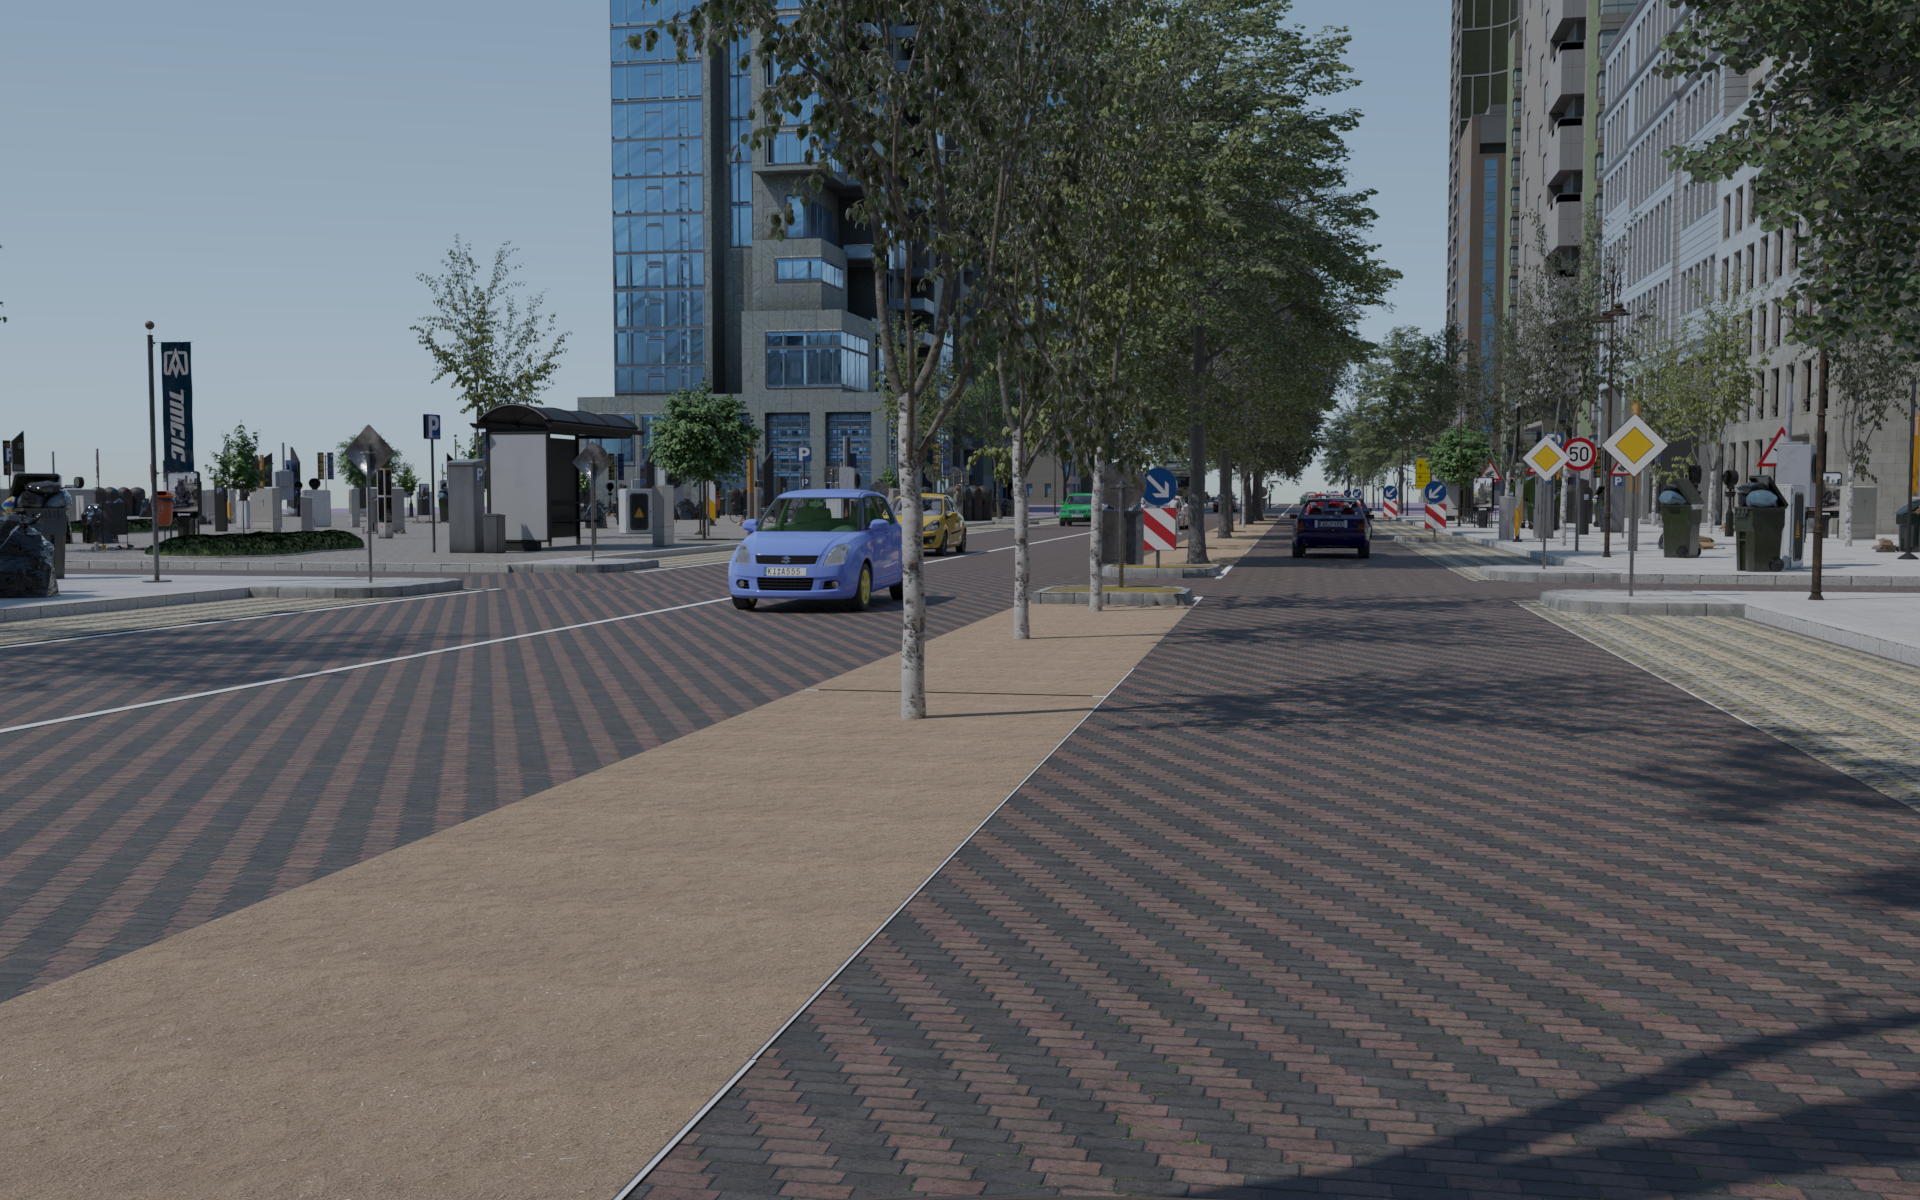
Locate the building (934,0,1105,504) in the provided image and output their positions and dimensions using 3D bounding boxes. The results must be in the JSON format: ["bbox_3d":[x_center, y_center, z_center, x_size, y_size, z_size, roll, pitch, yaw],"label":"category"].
[{"bbox_3d":[10.851,-57.070,245.766,22.319,86.520,31.000,1,4,11],"label":"building"}]

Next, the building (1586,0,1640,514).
[{"bbox_3d":[48.204,-26.329,114.072,14.154,41.232,14.086,1,4,11],"label":"building"}]

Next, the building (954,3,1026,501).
[{"bbox_3d":[-1.851,-31.247,161.005,14.600,45.320,14.200,1,4,11],"label":"building"}]

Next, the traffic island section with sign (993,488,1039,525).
[{"bbox_3d":[2.695,-4.468,81.687,1.989,1.847,2.006,1,4,11],"label":"traffic island section with sign"}]

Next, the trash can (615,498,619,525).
[{"bbox_3d":[-13.377,-3.508,69.008,0.748,1.137,0.748,0,3,0],"label":"trash can"}]

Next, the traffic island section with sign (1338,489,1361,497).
[{"bbox_3d":[28.992,-7.247,127.119,1.989,1.847,2.006,1,4,11],"label":"traffic island section with sign"}]

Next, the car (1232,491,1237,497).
[{"bbox_3d":[36.662,-13.946,236.696,2.281,1.827,5.304,1,4,11],"label":"car"}]

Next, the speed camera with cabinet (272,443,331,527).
[{"bbox_3d":[-25.492,-4.447,67.049,2.038,3.252,0.660,-2,4,-34],"label":"speed camera with cabinet"}]

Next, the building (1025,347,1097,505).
[{"bbox_3d":[2.255,-22.859,218.777,27.650,21.520,28.899,1,4,11],"label":"building"}]

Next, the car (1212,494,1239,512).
[{"bbox_3d":[21.287,-7.935,138.770,2.155,1.783,4.494,1,4,12],"label":"car"}]

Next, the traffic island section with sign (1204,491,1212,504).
[{"bbox_3d":[33.669,-14.025,237.943,1.989,1.847,2.006,1,4,11],"label":"traffic island section with sign"}]

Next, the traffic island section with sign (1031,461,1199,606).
[{"bbox_3d":[2.092,-0.920,23.183,2.006,1.907,1.989,1,4,11],"label":"traffic island section with sign"}]

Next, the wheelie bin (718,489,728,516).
[{"bbox_3d":[-14.288,-5.815,102.988,0.980,1.594,0.693,0,4,-2],"label":"wheelie bin"}]

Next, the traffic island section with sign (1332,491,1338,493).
[{"bbox_3d":[34.315,-8.891,153.998,1.989,1.847,2.006,1,4,11],"label":"traffic island section with sign"}]

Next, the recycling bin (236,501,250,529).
[{"bbox_3d":[-26.156,-3.136,63.828,0.722,1.027,0.722,3,4,36],"label":"recycling bin"}]

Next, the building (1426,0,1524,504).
[{"bbox_3d":[69.744,-47.528,215.336,20.563,71.187,20.611,1,4,11],"label":"building"}]

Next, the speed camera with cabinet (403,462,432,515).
[{"bbox_3d":[-33.838,-6.929,107.630,2.038,3.252,0.660,-2,4,-27],"label":"speed camera with cabinet"}]

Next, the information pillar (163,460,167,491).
[{"bbox_3d":[-54.418,-7.792,118.757,0.504,3.616,0.183,1,4,16],"label":"information pillar"}]

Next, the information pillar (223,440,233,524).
[{"bbox_3d":[-31.720,-5.114,74.975,0.504,3.616,0.183,3,5,43],"label":"information pillar"}]

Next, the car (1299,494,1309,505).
[{"bbox_3d":[44.880,-12.974,223.925,2.131,1.459,4.920,1,4,13],"label":"car"}]

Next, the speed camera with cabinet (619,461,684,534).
[{"bbox_3d":[-9.956,-3.763,55.856,2.038,3.252,0.660,-2,4,-35],"label":"speed camera with cabinet"}]

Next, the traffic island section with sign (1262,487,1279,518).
[{"bbox_3d":[18.147,-5.873,104.158,2.006,1.907,1.989,1,4,11],"label":"traffic island section with sign"}]

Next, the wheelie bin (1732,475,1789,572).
[{"bbox_3d":[13.221,-1.268,28.645,0.693,1.594,0.980,0,4,-3],"label":"wheelie bin"}]

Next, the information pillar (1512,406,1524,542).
[{"bbox_3d":[14.933,-3.356,46.224,0.183,3.616,0.504,2,4,32],"label":"information pillar"}]

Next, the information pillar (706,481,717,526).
[{"bbox_3d":[-10.077,-4.798,69.806,0.504,3.616,0.183,1,4,11],"label":"information pillar"}]

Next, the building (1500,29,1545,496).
[{"bbox_3d":[55.823,-28.838,155.096,14.154,41.232,14.086,1,4,11],"label":"building"}]

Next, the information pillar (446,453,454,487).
[{"bbox_3d":[-28.897,-6.540,98.278,0.183,3.616,0.504,3,5,39],"label":"information pillar"}]

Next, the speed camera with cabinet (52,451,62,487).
[{"bbox_3d":[-42.579,-5.232,79.877,2.038,3.252,0.660,-1,4,-21],"label":"speed camera with cabinet"}]

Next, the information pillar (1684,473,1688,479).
[{"bbox_3d":[25.735,-3.461,61.077,0.304,2.012,0.304,0,4,-4],"label":"information pillar"}]

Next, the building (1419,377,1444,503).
[{"bbox_3d":[78.998,-24.170,240.211,27.650,21.520,28.899,1,4,11],"label":"building"}]

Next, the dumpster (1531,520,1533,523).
[{"bbox_3d":[24.566,-4.263,75.459,1.264,1.857,1.865,1,4,11],"label":"dumpster"}]

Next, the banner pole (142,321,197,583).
[{"bbox_3d":[-11.473,-2.145,25.096,0.863,3.779,0.401,0,4,7],"label":"banner pole"}]

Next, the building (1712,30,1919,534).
[{"bbox_3d":[34.489,-12.661,61.763,10.420,20.320,16.860,1,4,11],"label":"building"}]

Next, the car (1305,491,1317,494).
[{"bbox_3d":[49.138,-14.316,242.738,2.281,1.827,5.304,1,4,9],"label":"car"}]

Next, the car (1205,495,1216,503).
[{"bbox_3d":[35.930,-14.411,248.193,1.945,1.354,3.894,1,4,10],"label":"car"}]

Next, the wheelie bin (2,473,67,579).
[{"bbox_3d":[-13.894,-1.118,26.181,0.693,1.594,0.980,3,5,39],"label":"wheelie bin"}]

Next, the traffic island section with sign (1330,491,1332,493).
[{"bbox_3d":[45.141,-12.227,208.544,1.989,1.847,2.006,1,4,11],"label":"traffic island section with sign"}]

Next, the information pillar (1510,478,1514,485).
[{"bbox_3d":[25.253,-4.556,78.987,0.304,2.012,0.304,-2,4,-28],"label":"information pillar"}]

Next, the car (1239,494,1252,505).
[{"bbox_3d":[33.357,-11.676,200.493,1.945,1.707,3.694,1,4,13],"label":"car"}]

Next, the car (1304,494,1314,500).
[{"bbox_3d":[36.351,-10.240,177.646,2.015,1.641,3.980,1,4,11],"label":"car"}]

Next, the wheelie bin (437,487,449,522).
[{"bbox_3d":[-23.544,-4.370,79.354,0.693,1.594,0.980,0,4,1],"label":"wheelie bin"}]

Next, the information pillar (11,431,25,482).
[{"bbox_3d":[-34.677,-4.433,63.832,0.183,3.616,0.504,2,4,29],"label":"information pillar"}]

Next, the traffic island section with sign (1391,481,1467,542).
[{"bbox_3d":[14.117,-2.656,52.049,1.989,1.847,2.006,1,4,11],"label":"traffic island section with sign"}]

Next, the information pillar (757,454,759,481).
[{"bbox_3d":[-11.915,-6.773,102.085,0.183,3.616,0.504,-1,4,-9],"label":"information pillar"}]

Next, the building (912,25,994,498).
[{"bbox_3d":[-5.219,-28.368,147.405,14.154,41.232,14.086,1,4,11],"label":"building"}]

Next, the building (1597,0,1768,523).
[{"bbox_3d":[39.570,-18.795,84.789,11.434,29.767,29.804,1,4,11],"label":"building"}]

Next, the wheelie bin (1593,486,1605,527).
[{"bbox_3d":[24.920,-3.603,66.812,0.980,1.594,0.693,-1,4,-16],"label":"wheelie bin"}]

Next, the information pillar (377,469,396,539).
[{"bbox_3d":[-16.573,-2.778,49.914,0.304,2.012,0.304,2,4,26],"label":"information pillar"}]

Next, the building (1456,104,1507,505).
[{"bbox_3d":[64.998,-33.586,199.239,14.600,45.320,14.200,1,4,11],"label":"building"}]

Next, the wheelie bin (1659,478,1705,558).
[{"bbox_3d":[14.498,-1.649,34.861,0.980,1.594,0.693,-3,5,-44],"label":"wheelie bin"}]

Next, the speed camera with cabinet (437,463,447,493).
[{"bbox_3d":[-33.881,-7.162,111.438,2.038,3.252,0.660,-3,4,-36],"label":"speed camera with cabinet"}]

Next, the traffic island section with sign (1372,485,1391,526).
[{"bbox_3d":[19.351,-4.273,78.493,1.989,1.847,2.006,1,4,11],"label":"traffic island section with sign"}]

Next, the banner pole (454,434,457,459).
[{"bbox_3d":[-21.161,-5.059,72.736,0.401,3.779,0.863,-1,4,-17],"label":"banner pole"}]

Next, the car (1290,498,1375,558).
[{"bbox_3d":[8.600,-1.683,40.090,1.945,1.354,3.894,1,4,12],"label":"car"}]

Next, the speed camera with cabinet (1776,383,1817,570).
[{"bbox_3d":[14.473,-2.194,30.207,0.660,3.252,2.038,3,4,38],"label":"speed camera with cabinet"}]

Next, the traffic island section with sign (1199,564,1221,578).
[{"bbox_3d":[3.542,-1.365,30.447,2.006,1.907,1.989,1,4,11],"label":"traffic island section with sign"}]

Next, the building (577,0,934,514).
[{"bbox_3d":[-12.589,-49.649,124.437,22.319,86.520,31.000,1,4,11],"label":"building"}]

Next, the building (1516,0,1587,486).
[{"bbox_3d":[58.544,-33.258,133.013,28.713,52.752,27.495,1,4,11],"label":"building"}]

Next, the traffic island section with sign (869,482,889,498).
[{"bbox_3d":[-2.638,-2.821,54.755,1.989,1.847,2.006,1,4,11],"label":"traffic island section with sign"}]

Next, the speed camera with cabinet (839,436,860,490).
[{"bbox_3d":[-3.933,-3.930,58.598,0.660,3.252,2.038,1,4,15],"label":"speed camera with cabinet"}]
